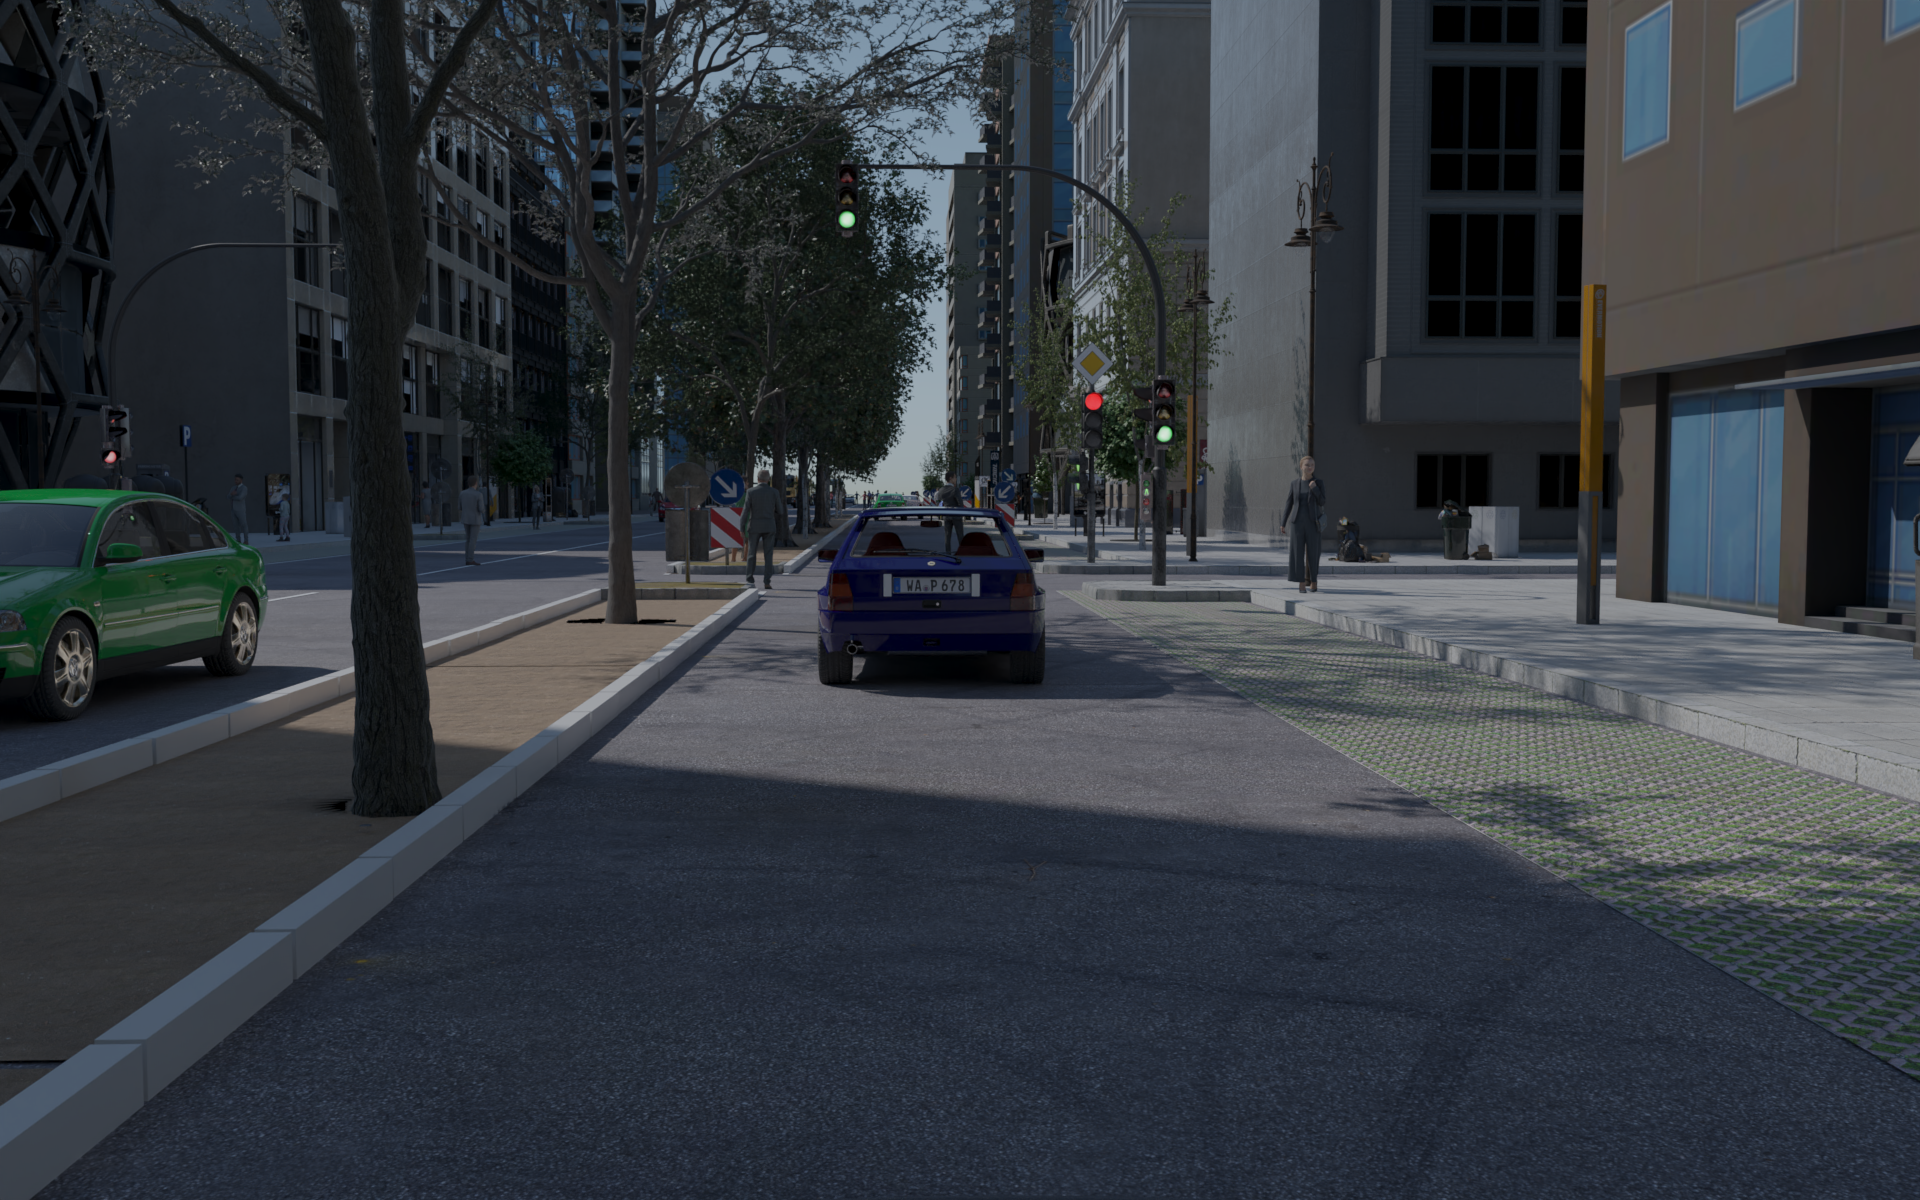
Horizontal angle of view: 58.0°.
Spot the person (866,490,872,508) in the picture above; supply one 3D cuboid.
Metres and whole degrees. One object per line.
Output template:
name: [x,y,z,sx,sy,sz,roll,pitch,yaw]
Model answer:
person: [-9.487,-10.458,179.352,0.709,1.838,0.599,3,4,36]

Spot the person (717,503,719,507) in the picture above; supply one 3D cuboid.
person: [-19.019,-7.797,136.499,0.721,1.766,1.217,-1,4,-13]

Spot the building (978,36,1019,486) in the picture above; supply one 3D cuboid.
building: [13.085,-31.265,165.805,22.147,44.769,28.867,0,4,-2]

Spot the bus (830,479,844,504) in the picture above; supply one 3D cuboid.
bus: [-15.270,-12.926,206.192,2.948,3.499,13.247,0,4,-2]

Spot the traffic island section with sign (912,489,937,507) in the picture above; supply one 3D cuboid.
traffic island section with sign: [-3.208,-9.201,159.068,1.989,1.847,2.006,0,4,-2]

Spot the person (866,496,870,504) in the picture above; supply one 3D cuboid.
person: [-13.266,-15.037,254.347,1.348,1.826,0.705,2,4,29]

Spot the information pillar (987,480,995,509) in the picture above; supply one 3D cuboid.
information pillar: [1.630,-5.284,90.881,0.304,2.012,0.304,3,5,41]

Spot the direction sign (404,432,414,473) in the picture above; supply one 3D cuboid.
direction sign: [-20.446,-4.366,63.375,0.876,3.537,0.379,-1,4,-17]

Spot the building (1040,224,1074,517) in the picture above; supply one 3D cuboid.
building: [12.951,-14.203,99.676,16.820,18.784,16.811,0,4,-2]

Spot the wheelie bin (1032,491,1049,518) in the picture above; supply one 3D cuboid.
wheelie bin: [4.229,-5.110,91.457,0.693,1.594,0.980,2,4,29]

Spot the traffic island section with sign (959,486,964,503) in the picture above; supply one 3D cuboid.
traffic island section with sign: [0.088,-4.422,80.922,1.989,1.847,2.006,0,4,-2]

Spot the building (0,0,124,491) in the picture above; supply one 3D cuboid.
building: [-30.278,-10.669,41.886,16.820,18.784,16.811,0,4,-2]

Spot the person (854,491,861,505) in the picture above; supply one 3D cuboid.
person: [-14.004,-13.845,234.849,1.348,1.826,0.705,-1,4,-16]

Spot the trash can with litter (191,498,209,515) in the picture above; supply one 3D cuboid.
trash can with litter: [-24.414,-2.666,54.975,1.055,1.170,0.624,1,4,13]

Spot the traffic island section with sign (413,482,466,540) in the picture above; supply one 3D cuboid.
traffic island section with sign: [-16.332,-2.789,54.228,1.989,1.847,2.006,0,4,-2]

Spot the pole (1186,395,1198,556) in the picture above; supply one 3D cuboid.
pole: [4.809,-2.572,35.893,0.158,3.312,0.155,0,3,0]

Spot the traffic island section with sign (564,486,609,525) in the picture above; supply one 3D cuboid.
traffic island section with sign: [-17.467,-4.448,81.355,1.989,1.847,2.006,0,4,-2]

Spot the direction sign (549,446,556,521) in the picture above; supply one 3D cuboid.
direction sign: [-19.212,-5.474,81.502,0.379,3.537,0.876,-1,4,-22]

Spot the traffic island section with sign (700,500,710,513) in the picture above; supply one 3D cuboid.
traffic island section with sign: [-19.576,-7.503,131.310,1.989,1.847,2.006,0,4,-2]

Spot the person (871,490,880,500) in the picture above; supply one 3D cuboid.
person: [-7.295,-8.897,153.944,1.348,1.826,0.705,0,4,3]

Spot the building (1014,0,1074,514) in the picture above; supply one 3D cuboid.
building: [11.123,-28.710,119.523,14.600,45.320,14.200,0,4,-2]

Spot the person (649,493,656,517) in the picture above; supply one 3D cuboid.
person: [-19.055,-5.849,106.720,0.523,1.515,0.503,-3,5,-39]

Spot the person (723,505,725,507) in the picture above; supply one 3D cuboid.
person: [-19.024,-7.931,138.862,0.721,1.739,1.217,0,4,-3]

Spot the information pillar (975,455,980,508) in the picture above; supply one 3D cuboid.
information pillar: [1.068,-6.944,104.893,0.183,3.616,0.504,-2,4,-29]

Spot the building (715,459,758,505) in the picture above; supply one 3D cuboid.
building: [-40.885,-36.374,249.330,22.147,44.769,28.867,0,4,-2]

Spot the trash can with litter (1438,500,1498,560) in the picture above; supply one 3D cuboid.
trash can with litter: [9.927,-1.373,33.833,1.055,1.170,0.624,0,4,2]

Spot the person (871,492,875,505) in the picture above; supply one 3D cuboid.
person: [-11.467,-13.418,228.418,0.617,1.759,0.750,1,4,21]

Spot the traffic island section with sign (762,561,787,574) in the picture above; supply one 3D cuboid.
traffic island section with sign: [-4.198,-1.439,31.663,2.006,1.907,1.989,0,4,-2]

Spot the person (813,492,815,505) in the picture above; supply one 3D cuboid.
person: [-18.631,-12.903,219.982,0.721,1.766,1.217,2,4,32]

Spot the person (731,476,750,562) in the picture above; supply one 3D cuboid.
person: [-4.338,-1.573,34.469,0.529,1.795,0.600,-1,4,-21]

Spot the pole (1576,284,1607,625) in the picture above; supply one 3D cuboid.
pole: [6.193,-1.415,16.982,0.158,3.312,0.155,0,3,0]

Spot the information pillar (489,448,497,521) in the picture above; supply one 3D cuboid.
information pillar: [-21.959,-5.496,81.214,0.183,3.616,0.504,2,4,33]

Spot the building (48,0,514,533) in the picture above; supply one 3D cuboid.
building: [-32.245,-16.401,72.679,19.350,26.468,34.151,0,4,-2]

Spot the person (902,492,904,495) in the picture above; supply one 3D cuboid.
person: [-8.848,-15.747,266.678,0.721,1.735,1.217,2,4,34]

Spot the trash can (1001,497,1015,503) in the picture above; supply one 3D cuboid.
trash can: [2.298,-4.422,83.951,0.748,1.137,0.748,0,3,0]

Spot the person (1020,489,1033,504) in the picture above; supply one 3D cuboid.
person: [4.287,-6.344,109.904,0.705,1.807,1.348,3,5,40]

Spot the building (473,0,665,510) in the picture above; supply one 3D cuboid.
building: [-37.122,-51.188,149.602,22.319,86.520,31.000,0,4,-2]

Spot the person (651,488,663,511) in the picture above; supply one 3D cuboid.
person: [-22.811,-7.565,130.282,0.990,1.755,0.434,-1,4,-9]

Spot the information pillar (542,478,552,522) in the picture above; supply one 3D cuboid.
information pillar: [-19.026,-4.605,79.787,0.304,2.012,0.304,3,5,43]

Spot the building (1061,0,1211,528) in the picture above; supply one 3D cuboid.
building: [12.115,-17.700,75.302,13.634,28.700,20.117,0,4,-2]

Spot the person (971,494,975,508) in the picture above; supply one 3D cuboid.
person: [1.137,-8.975,152.793,0.705,1.822,1.348,3,4,36]

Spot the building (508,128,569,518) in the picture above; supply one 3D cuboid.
building: [-29.935,-16.410,97.984,12.332,23.373,15.834,0,4,-2]

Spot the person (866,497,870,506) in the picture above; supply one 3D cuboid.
person: [-11.112,-12.122,209.959,1.065,1.426,0.557,1,4,21]

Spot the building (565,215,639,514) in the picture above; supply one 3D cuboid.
building: [-38.553,-16.885,121.111,27.650,21.520,28.899,0,4,-2]

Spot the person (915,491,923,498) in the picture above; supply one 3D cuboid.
person: [-3.992,-9.555,165.435,1.217,1.735,0.721,-2,4,-33]

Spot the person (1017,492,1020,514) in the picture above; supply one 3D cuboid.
person: [3.770,-6.321,112.648,0.557,1.426,1.065,1,4,19]

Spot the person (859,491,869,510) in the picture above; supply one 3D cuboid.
person: [-8.683,-9.018,156.664,1.217,1.743,0.721,3,5,42]

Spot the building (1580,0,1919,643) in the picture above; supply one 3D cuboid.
building: [14.937,-22.234,13.639,14.600,45.320,14.200,0,4,-2]

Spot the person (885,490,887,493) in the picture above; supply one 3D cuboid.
person: [-5.890,-7.930,138.862,1.217,1.736,0.721,1,4,11]

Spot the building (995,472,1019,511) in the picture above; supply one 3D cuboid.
building: [19.176,-27.387,139.652,32.217,40.220,23.993,0,4,-2]

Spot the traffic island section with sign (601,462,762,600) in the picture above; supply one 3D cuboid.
traffic island section with sign: [-3.896,-0.986,24.262,2.006,1.907,1.989,0,4,-2]

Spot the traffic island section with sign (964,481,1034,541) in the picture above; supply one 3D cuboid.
traffic island section with sign: [1.228,-2.771,53.941,1.989,1.847,2.006,0,4,-2]

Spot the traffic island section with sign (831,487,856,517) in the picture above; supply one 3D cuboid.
traffic island section with sign: [-7.373,-6.031,106.735,2.006,1.907,1.989,0,4,-2]

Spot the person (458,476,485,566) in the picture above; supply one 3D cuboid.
person: [-9.768,-1.600,34.867,0.606,1.804,0.583,1,4,15]

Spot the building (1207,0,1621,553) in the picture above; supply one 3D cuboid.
building: [22.327,-13.697,43.014,30.058,24.678,14.314,0,4,-2]

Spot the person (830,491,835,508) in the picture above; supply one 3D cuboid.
person: [-12.786,-10.065,173.779,0.721,1.743,1.217,-2,4,-23]
